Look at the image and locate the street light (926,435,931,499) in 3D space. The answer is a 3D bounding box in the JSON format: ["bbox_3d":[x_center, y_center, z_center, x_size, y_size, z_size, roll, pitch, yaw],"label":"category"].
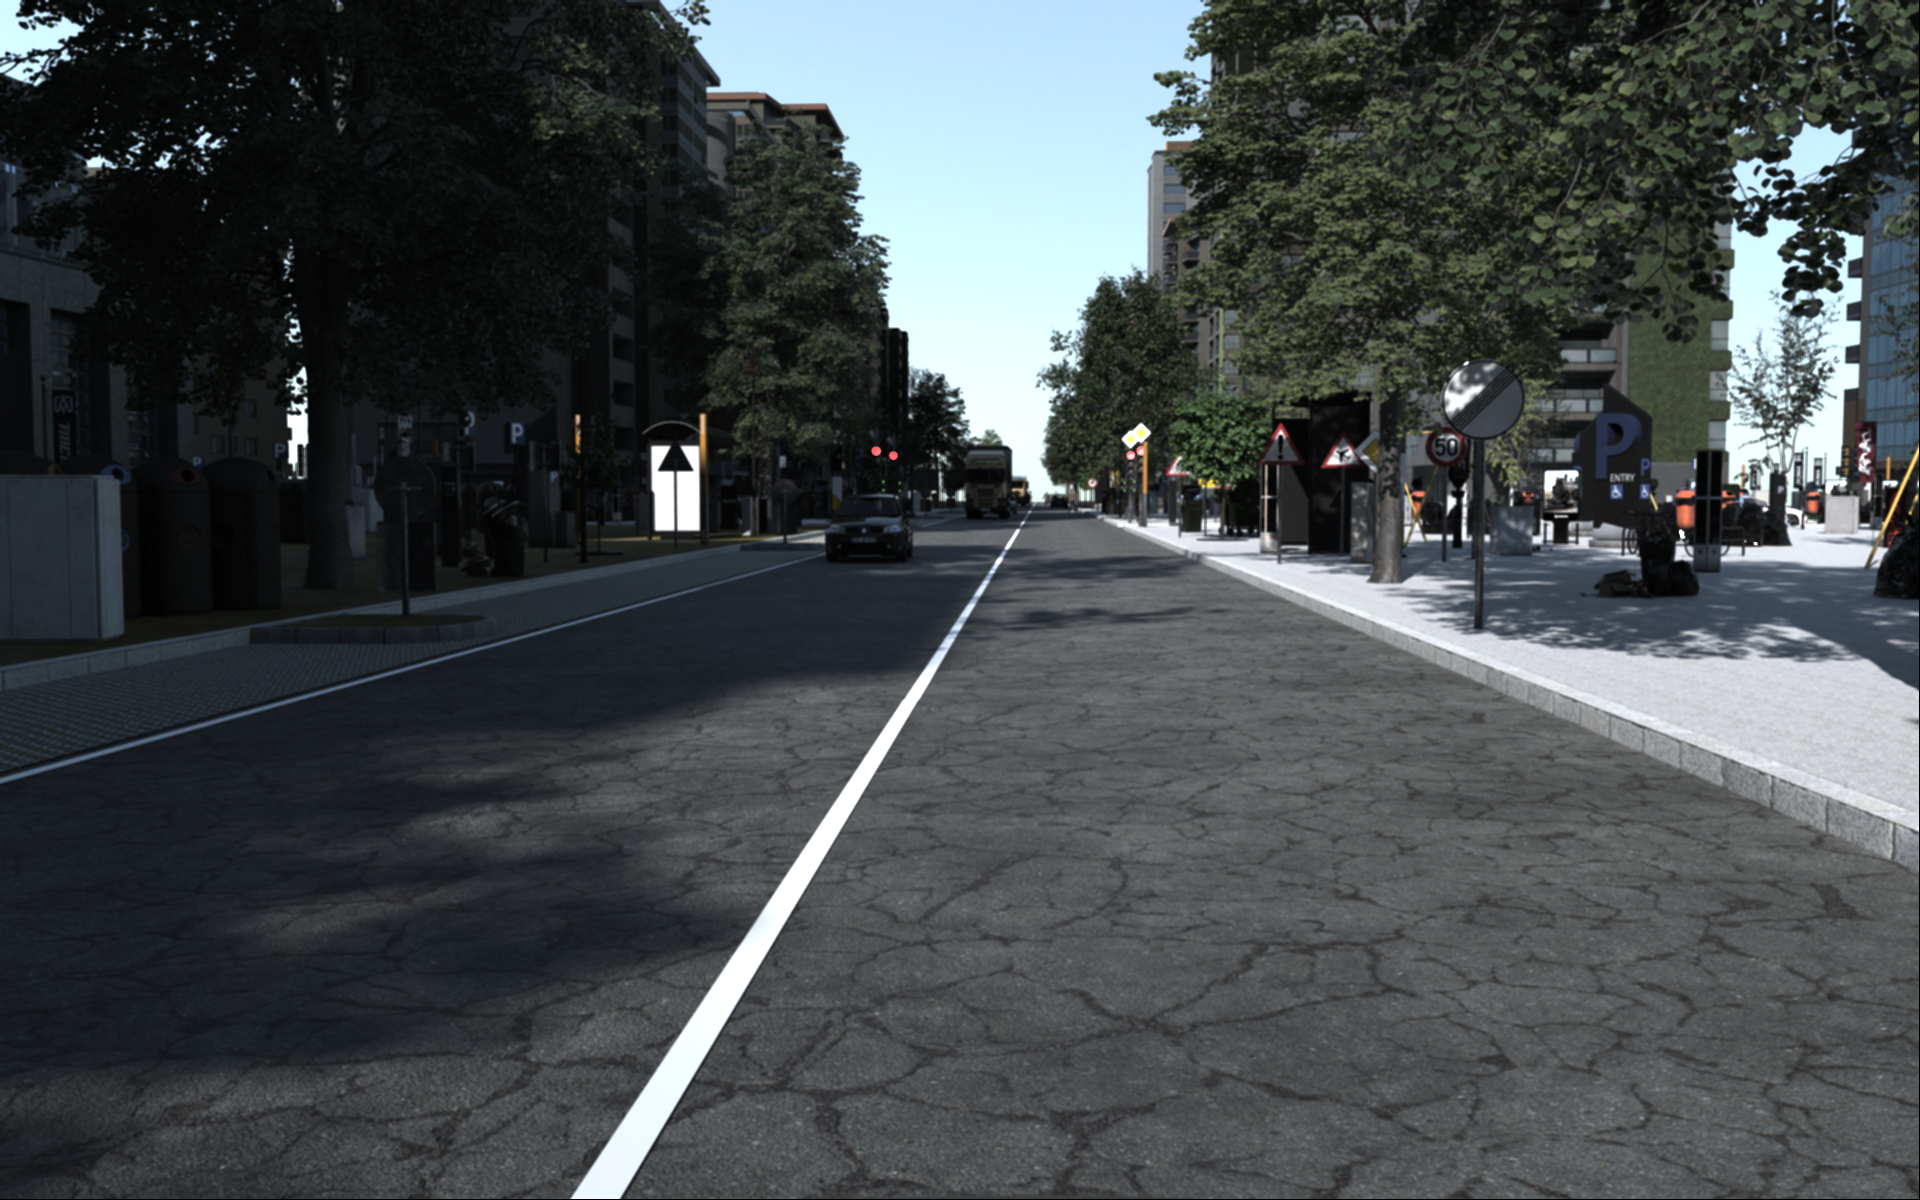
[{"bbox_3d":[-2.315,-9.757,132.310,0.468,5.910,1.993,0,4,3],"label":"street light"}]

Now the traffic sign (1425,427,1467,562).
[{"bbox_3d":[9.189,-2.000,32.798,0.768,2.556,0.104,1,4,9],"label":"traffic sign"}]

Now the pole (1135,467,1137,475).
[{"bbox_3d":[11.722,-7.461,115.830,0.158,3.312,0.155,0,3,0],"label":"pole"}]

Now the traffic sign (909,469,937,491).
[{"bbox_3d":[-3.018,-8.956,140.311,2.265,3.308,0.079,1,4,9],"label":"traffic sign"}]

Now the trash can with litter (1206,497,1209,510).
[{"bbox_3d":[19.910,-7.824,139.309,1.055,1.170,0.624,-2,4,-28],"label":"trash can with litter"}]

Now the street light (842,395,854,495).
[{"bbox_3d":[-4.955,-6.384,77.174,0.468,5.910,1.993,0,4,3],"label":"street light"}]

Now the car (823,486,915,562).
[{"bbox_3d":[-1.954,-1.723,37.960,2.009,1.686,4.222,0,4,1],"label":"car"}]

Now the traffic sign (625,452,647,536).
[{"bbox_3d":[-9.897,-3.250,53.140,0.884,2.594,0.081,1,4,11],"label":"traffic sign"}]

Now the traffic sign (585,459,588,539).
[{"bbox_3d":[-10.746,-3.025,49.560,0.768,2.556,0.104,1,4,12],"label":"traffic sign"}]

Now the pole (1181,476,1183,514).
[{"bbox_3d":[14.472,-7.298,113.172,0.158,3.312,0.155,0,3,0],"label":"pole"}]

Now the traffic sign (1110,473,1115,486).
[{"bbox_3d":[13.413,-9.625,151.249,2.265,3.308,0.079,0,4,3],"label":"traffic sign"}]

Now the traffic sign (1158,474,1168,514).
[{"bbox_3d":[13.082,-6.786,111.060,0.768,2.556,0.104,1,4,10],"label":"traffic sign"}]

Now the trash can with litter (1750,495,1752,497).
[{"bbox_3d":[40.849,-4.812,89.733,1.678,1.210,2.233,2,4,28],"label":"trash can with litter"}]

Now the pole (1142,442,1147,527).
[{"bbox_3d":[7.206,-4.508,67.547,0.158,3.312,0.155,0,3,0],"label":"pole"}]

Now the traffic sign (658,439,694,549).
[{"bbox_3d":[-6.678,-2.487,40.669,0.884,2.594,0.081,1,4,10],"label":"traffic sign"}]

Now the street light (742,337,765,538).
[{"bbox_3d":[-6.075,-4.784,51.012,0.468,5.910,1.993,0,4,3],"label":"street light"}]

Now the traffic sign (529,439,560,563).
[{"bbox_3d":[-7.703,-1.836,32.149,0.606,2.300,0.079,1,4,10],"label":"traffic sign"}]

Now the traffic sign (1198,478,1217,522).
[{"bbox_3d":[11.868,-5.153,78.120,2.265,3.308,0.079,1,4,10],"label":"traffic sign"}]

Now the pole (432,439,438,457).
[{"bbox_3d":[-19.442,-4.304,64.219,0.158,3.312,0.155,0,3,0],"label":"pole"}]

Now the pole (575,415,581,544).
[{"bbox_3d":[-9.796,-3.105,44.608,0.158,3.312,0.155,0,3,0],"label":"pole"}]

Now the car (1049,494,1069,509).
[{"bbox_3d":[9.920,-9.977,172.916,2.009,1.686,4.222,0,4,2],"label":"car"}]

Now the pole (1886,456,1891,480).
[{"bbox_3d":[50.323,-6.122,93.930,0.158,3.312,0.155,0,3,0],"label":"pole"}]

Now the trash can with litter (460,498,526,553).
[{"bbox_3d":[-10.640,-1.633,37.757,2.233,1.210,1.678,0,4,-6],"label":"trash can with litter"}]

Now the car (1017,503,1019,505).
[{"bbox_3d":[6.844,-13.287,227.465,2.015,1.641,3.980,0,4,3],"label":"car"}]

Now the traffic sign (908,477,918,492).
[{"bbox_3d":[-3.486,-7.864,128.678,0.768,2.556,0.104,1,4,11],"label":"traffic sign"}]

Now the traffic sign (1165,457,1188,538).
[{"bbox_3d":[6.492,-3.124,51.079,0.884,2.594,0.081,1,4,11],"label":"traffic sign"}]

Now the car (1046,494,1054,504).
[{"bbox_3d":[13.519,-14.797,253.730,2.131,1.459,4.920,0,4,2],"label":"car"}]

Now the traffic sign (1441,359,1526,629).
[{"bbox_3d":[4.941,-0.998,16.429,0.768,2.556,0.104,1,4,12],"label":"traffic sign"}]

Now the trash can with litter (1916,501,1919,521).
[{"bbox_3d":[18.419,-1.300,32.313,2.233,1.210,1.678,-1,4,-23],"label":"trash can with litter"}]

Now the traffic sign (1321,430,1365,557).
[{"bbox_3d":[7.804,-2.162,35.355,0.884,2.594,0.081,0,4,5],"label":"traffic sign"}]

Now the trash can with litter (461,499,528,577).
[{"bbox_3d":[-7.295,-0.959,27.064,1.055,1.170,0.624,1,4,13],"label":"trash can with litter"}]

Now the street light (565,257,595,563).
[{"bbox_3d":[-7.006,-3.626,32.076,0.468,5.910,1.993,0,4,3],"label":"street light"}]

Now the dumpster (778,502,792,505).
[{"bbox_3d":[-8.486,-4.750,83.428,1.264,1.857,1.865,0,4,3],"label":"dumpster"}]

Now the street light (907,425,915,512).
[{"bbox_3d":[-3.209,-8.625,113.804,0.468,5.910,1.993,0,4,3],"label":"street light"}]

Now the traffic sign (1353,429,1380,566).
[{"bbox_3d":[7.366,-1.808,30.754,0.795,2.450,0.064,0,4,5],"label":"traffic sign"}]

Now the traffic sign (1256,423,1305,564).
[{"bbox_3d":[5.863,-1.940,31.728,0.884,2.594,0.081,1,4,9],"label":"traffic sign"}]

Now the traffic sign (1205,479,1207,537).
[{"bbox_3d":[7.373,-3.108,51.998,0.795,2.450,0.064,1,4,10],"label":"traffic sign"}]

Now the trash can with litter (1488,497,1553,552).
[{"bbox_3d":[12.605,-1.727,39.288,1.678,1.210,2.233,1,4,10],"label":"trash can with litter"}]

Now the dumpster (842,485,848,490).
[{"bbox_3d":[-7.284,-6.291,108.618,1.264,1.857,1.865,0,4,3],"label":"dumpster"}]

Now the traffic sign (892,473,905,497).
[{"bbox_3d":[-3.731,-6.387,104.540,0.768,2.556,0.104,0,4,7],"label":"traffic sign"}]

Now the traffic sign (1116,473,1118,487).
[{"bbox_3d":[14.034,-9.209,144.444,2.265,3.308,0.079,0,4,4],"label":"traffic sign"}]

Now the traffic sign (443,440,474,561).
[{"bbox_3d":[-9.538,-1.887,32.977,0.606,2.300,0.079,0,4,5],"label":"traffic sign"}]

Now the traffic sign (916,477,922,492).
[{"bbox_3d":[-3.360,-8.182,133.777,0.884,2.594,0.081,1,4,8],"label":"traffic sign"}]

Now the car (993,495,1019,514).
[{"bbox_3d":[3.277,-7.030,126.942,2.014,1.417,4.499,0,4,1],"label":"car"}]

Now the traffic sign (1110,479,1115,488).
[{"bbox_3d":[12.909,-9.094,148.694,0.884,2.594,0.081,0,4,5],"label":"traffic sign"}]

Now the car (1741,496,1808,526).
[{"bbox_3d":[32.475,-3.626,71.647,4.827,1.381,2.083,0,4,4],"label":"car"}]

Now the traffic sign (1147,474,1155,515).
[{"bbox_3d":[11.787,-6.592,107.893,0.768,2.556,0.104,0,4,6],"label":"traffic sign"}]

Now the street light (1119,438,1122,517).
[{"bbox_3d":[8.881,-7.522,95.771,0.468,5.910,1.993,0,4,3],"label":"street light"}]

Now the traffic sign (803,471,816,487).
[{"bbox_3d":[-8.416,-5.923,96.939,0.768,2.556,0.104,0,4,4],"label":"traffic sign"}]

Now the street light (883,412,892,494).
[{"bbox_3d":[-4.017,-7.504,95.486,0.468,5.910,1.993,0,4,3],"label":"street light"}]

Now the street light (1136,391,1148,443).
[{"bbox_3d":[8.051,-6.360,76.780,0.468,5.910,1.993,0,4,3],"label":"street light"}]

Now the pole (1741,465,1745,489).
[{"bbox_3d":[54.404,-7.738,120.351,0.158,3.312,0.155,0,3,0],"label":"pole"}]

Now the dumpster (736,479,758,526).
[{"bbox_3d":[-8.294,-3.870,69.034,1.264,1.857,1.865,0,4,3],"label":"dumpster"}]

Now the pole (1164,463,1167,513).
[{"bbox_3d":[13.679,-7.425,115.245,0.158,3.312,0.155,0,3,0],"label":"pole"}]

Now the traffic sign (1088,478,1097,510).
[{"bbox_3d":[10.451,-8.352,136.666,0.768,2.556,0.104,1,4,11],"label":"traffic sign"}]

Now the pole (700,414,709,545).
[{"bbox_3d":[-6.500,-3.070,44.033,0.158,3.312,0.155,0,3,0],"label":"pole"}]
